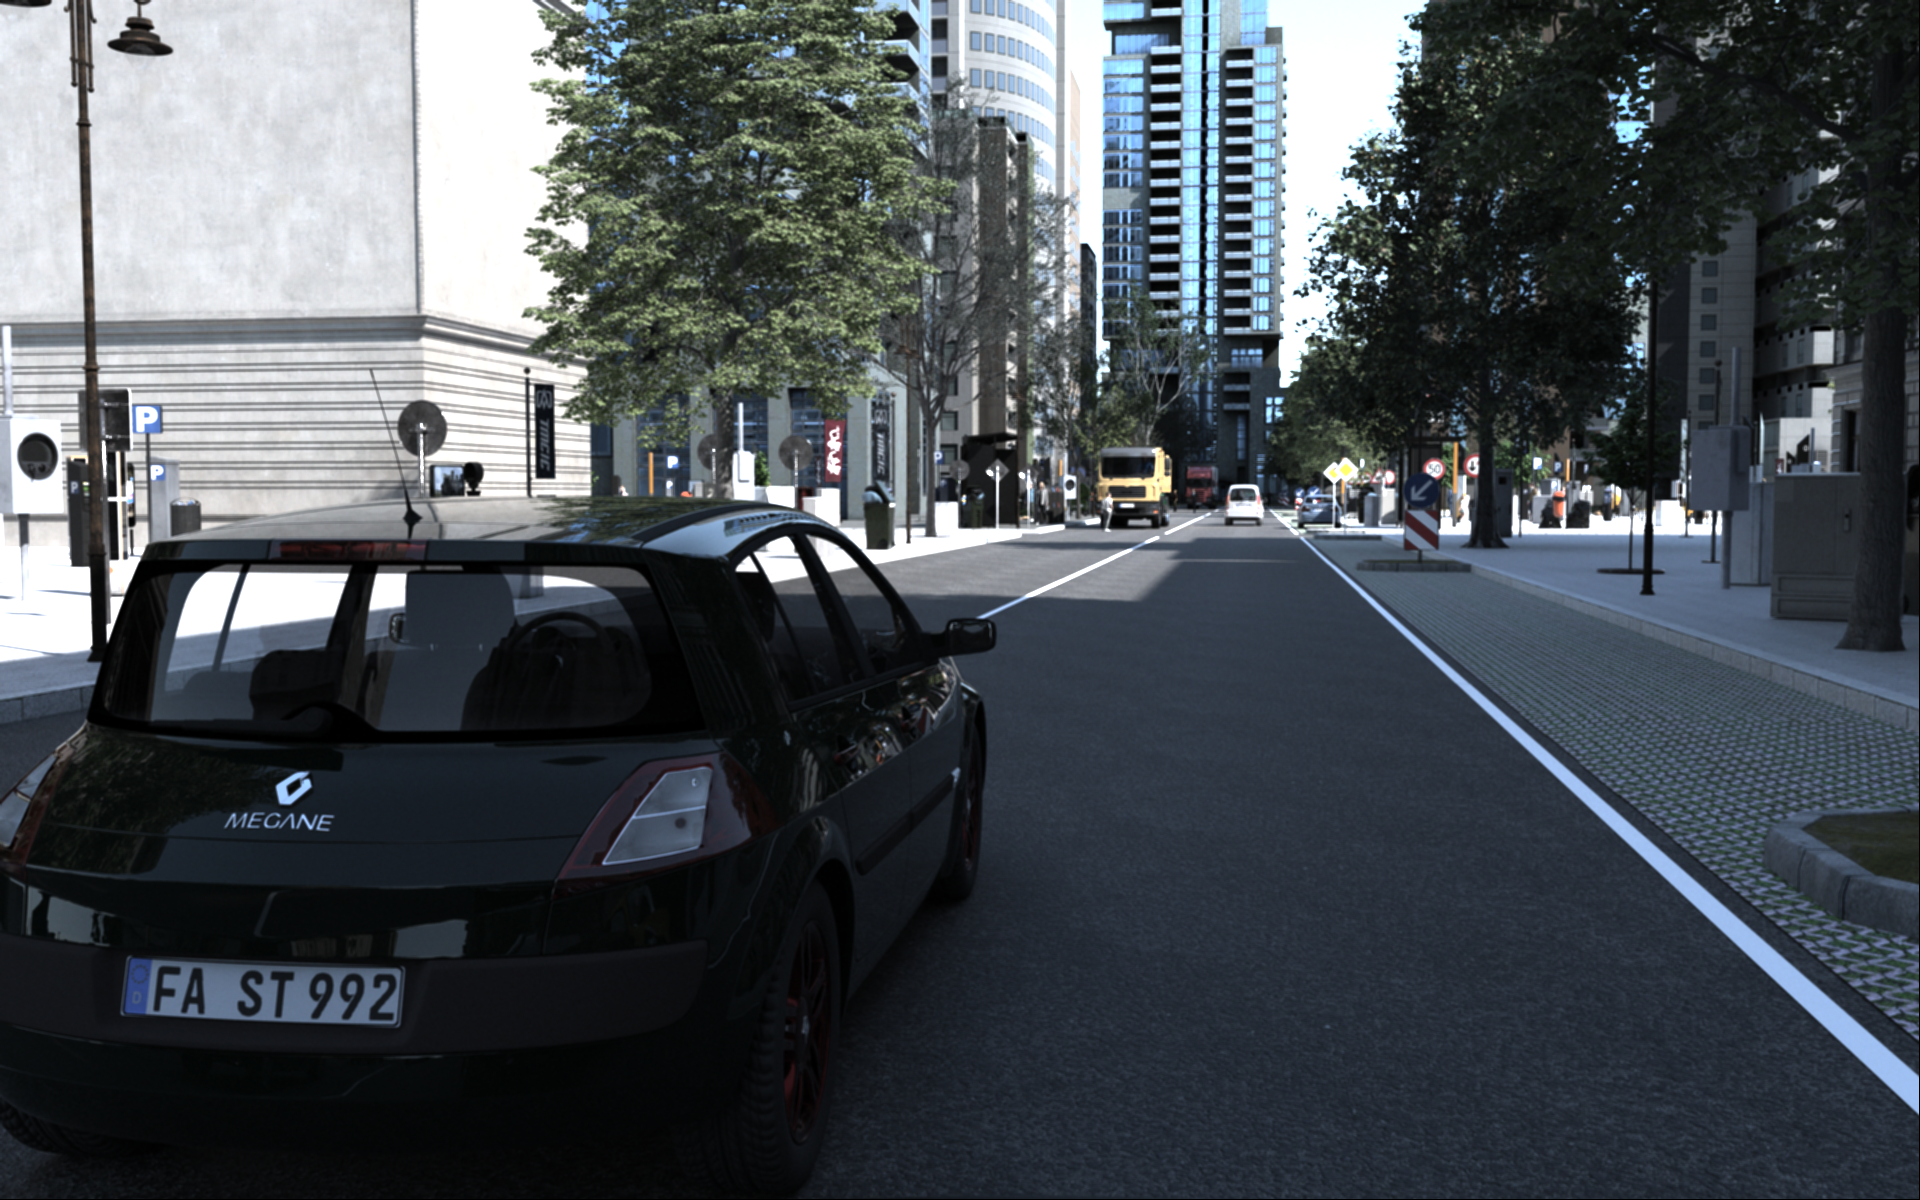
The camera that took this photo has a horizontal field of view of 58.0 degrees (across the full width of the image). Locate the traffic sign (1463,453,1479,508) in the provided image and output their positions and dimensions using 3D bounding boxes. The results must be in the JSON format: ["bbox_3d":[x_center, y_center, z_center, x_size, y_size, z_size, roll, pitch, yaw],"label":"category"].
[{"bbox_3d":[16.208,-3.324,54.449,0.768,2.556,0.104,1,4,14],"label":"traffic sign"}]

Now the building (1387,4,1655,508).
[{"bbox_3d":[54.568,-52.293,167.667,22.319,86.520,31.000,1,4,10],"label":"building"}]

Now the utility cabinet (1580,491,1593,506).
[{"bbox_3d":[45.694,-7.222,126.756,1.173,1.500,0.318,1,4,17],"label":"utility cabinet"}]

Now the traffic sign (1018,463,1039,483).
[{"bbox_3d":[2.543,-3.821,64.669,0.795,2.593,0.064,1,4,10],"label":"traffic sign"}]

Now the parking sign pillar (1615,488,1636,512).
[{"bbox_3d":[47.360,-8.240,123.196,1.447,3.967,1.447,-3,5,-44],"label":"parking sign pillar"}]

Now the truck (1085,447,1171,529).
[{"bbox_3d":[7.469,-4.779,74.053,3.469,3.379,9.791,1,4,10],"label":"truck"}]

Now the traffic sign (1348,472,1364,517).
[{"bbox_3d":[21.095,-5.645,92.297,0.884,2.594,0.081,1,4,17],"label":"traffic sign"}]

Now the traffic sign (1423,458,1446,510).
[{"bbox_3d":[16.863,-3.762,61.612,0.768,2.556,0.104,1,4,15],"label":"traffic sign"}]

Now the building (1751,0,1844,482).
[{"bbox_3d":[95.320,-36.014,178.073,27.495,52.752,28.713,1,4,10],"label":"building"}]

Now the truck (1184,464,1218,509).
[{"bbox_3d":[23.028,-10.753,164.731,2.839,4.237,11.283,1,4,11],"label":"truck"}]

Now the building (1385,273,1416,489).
[{"bbox_3d":[54.339,-25.721,192.247,14.160,30.474,14.107,1,4,10],"label":"building"}]

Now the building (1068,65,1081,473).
[{"bbox_3d":[4.676,-32.173,176.135,14.600,45.320,14.200,1,4,10],"label":"building"}]

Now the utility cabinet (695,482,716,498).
[{"bbox_3d":[-4.693,-1.438,32.188,0.318,1.500,1.173,-1,4,-15],"label":"utility cabinet"}]

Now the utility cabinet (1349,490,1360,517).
[{"bbox_3d":[22.042,-5.303,95.385,1.173,1.500,0.318,2,4,27],"label":"utility cabinet"}]

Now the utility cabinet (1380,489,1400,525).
[{"bbox_3d":[18.078,-3.867,71.902,1.173,1.500,0.318,0,4,1],"label":"utility cabinet"}]

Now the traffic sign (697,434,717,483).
[{"bbox_3d":[-5.235,-2.244,36.792,0.768,2.556,0.104,1,4,16],"label":"traffic sign"}]

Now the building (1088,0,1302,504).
[{"bbox_3d":[31.765,-56.690,239.548,31.000,86.520,22.319,1,4,10],"label":"building"}]

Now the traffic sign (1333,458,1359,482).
[{"bbox_3d":[12.246,-3.225,54.916,0.795,2.593,0.064,1,4,10],"label":"traffic sign"}]

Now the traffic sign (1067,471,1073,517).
[{"bbox_3d":[6.031,-5.813,95.051,0.884,2.594,0.081,1,4,15],"label":"traffic sign"}]

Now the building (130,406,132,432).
[{"bbox_3d":[-53.579,-26.998,91.529,14.200,45.320,14.600,1,4,10],"label":"building"}]

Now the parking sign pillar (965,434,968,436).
[{"bbox_3d":[0.728,-5.449,77.558,1.447,3.967,1.447,2,4,30],"label":"parking sign pillar"}]

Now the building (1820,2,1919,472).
[{"bbox_3d":[25.010,-10.341,33.696,10.561,19.102,19.286,1,4,10],"label":"building"}]

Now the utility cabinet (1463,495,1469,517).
[{"bbox_3d":[28.640,-5.341,98.488,0.306,1.237,1.020,3,4,37],"label":"utility cabinet"}]

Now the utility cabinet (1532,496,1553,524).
[{"bbox_3d":[24.739,-3.797,73.246,0.306,1.237,1.020,-3,5,-43],"label":"utility cabinet"}]

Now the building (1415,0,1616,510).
[{"bbox_3d":[46.708,-30.414,147.372,14.600,45.320,14.200,1,4,10],"label":"building"}]

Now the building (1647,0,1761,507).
[{"bbox_3d":[72.178,-45.756,186.363,20.611,71.187,20.563,1,4,10],"label":"building"}]

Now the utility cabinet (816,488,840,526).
[{"bbox_3d":[-5.196,-3.650,68.358,0.318,1.500,1.173,2,4,32],"label":"utility cabinet"}]

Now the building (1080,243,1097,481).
[{"bbox_3d":[8.669,-26.264,201.122,14.107,30.474,14.160,1,4,10],"label":"building"}]

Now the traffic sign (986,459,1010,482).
[{"bbox_3d":[1.212,-3.340,56.795,0.795,2.593,0.064,1,4,10],"label":"traffic sign"}]

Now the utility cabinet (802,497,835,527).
[{"bbox_3d":[-2.806,-1.434,34.614,0.306,1.237,1.020,1,4,18],"label":"utility cabinet"}]

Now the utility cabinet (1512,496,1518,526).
[{"bbox_3d":[22.099,-3.561,69.387,0.306,1.237,1.020,2,4,26],"label":"utility cabinet"}]

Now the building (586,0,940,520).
[{"bbox_3d":[-12.948,-48.104,99.172,22.319,86.520,31.000,1,4,10],"label":"building"}]

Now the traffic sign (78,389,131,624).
[{"bbox_3d":[-8.378,-0.908,16.980,0.606,2.300,0.079,1,4,16],"label":"traffic sign"}]

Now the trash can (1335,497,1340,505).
[{"bbox_3d":[22.227,-5.521,101.916,0.748,1.137,0.748,0,3,0],"label":"trash can"}]

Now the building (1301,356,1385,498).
[{"bbox_3d":[61.704,-24.093,238.966,28.899,21.520,27.650,1,4,10],"label":"building"}]

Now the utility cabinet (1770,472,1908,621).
[{"bbox_3d":[8.881,-0.541,17.522,1.173,1.500,0.318,3,4,36],"label":"utility cabinet"}]

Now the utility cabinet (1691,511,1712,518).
[{"bbox_3d":[39.243,-5.085,91.814,0.318,1.500,1.173,-1,4,-19],"label":"utility cabinet"}]

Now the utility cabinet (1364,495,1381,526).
[{"bbox_3d":[16.434,-3.544,69.114,0.306,1.237,1.020,0,4,-6],"label":"utility cabinet"}]

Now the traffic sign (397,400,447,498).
[{"bbox_3d":[-7.307,-1.431,23.510,0.768,2.556,0.104,1,4,17],"label":"traffic sign"}]

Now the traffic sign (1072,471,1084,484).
[{"bbox_3d":[6.455,-5.836,95.528,0.768,2.556,0.104,1,4,14],"label":"traffic sign"}]

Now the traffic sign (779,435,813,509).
[{"bbox_3d":[-3.544,-2.277,37.336,0.768,2.556,0.104,1,4,10],"label":"traffic sign"}]

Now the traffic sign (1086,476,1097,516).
[{"bbox_3d":[7.731,-6.301,103.023,0.884,2.594,0.081,1,4,16],"label":"traffic sign"}]

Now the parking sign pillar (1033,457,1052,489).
[{"bbox_3d":[5.890,-8.297,124.121,1.447,3.967,1.447,1,4,23],"label":"parking sign pillar"}]

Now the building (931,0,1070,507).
[{"bbox_3d":[-2.125,-37.507,155.238,21.231,58.520,28.212,1,4,10],"label":"building"}]

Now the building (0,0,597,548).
[{"bbox_3d":[-21.048,-12.807,45.558,21.152,22.565,11.583,1,4,10],"label":"building"}]

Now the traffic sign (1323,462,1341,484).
[{"bbox_3d":[13.578,-3.706,62.789,0.795,2.593,0.064,1,4,10],"label":"traffic sign"}]

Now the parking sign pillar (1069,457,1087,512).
[{"bbox_3d":[8.444,-8.288,123.988,1.447,3.967,1.447,0,4,-7],"label":"parking sign pillar"}]

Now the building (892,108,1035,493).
[{"bbox_3d":[-2.041,-22.135,133.606,14.160,30.474,14.107,1,4,10],"label":"building"}]

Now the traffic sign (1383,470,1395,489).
[{"bbox_3d":[22.603,-5.584,91.405,0.768,2.556,0.104,1,4,11],"label":"traffic sign"}]

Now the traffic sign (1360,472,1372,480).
[{"bbox_3d":[23.429,-6.115,100.092,0.768,2.556,0.104,1,4,15],"label":"traffic sign"}]

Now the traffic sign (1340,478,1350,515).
[{"bbox_3d":[22.140,-6.063,99.231,0.768,2.556,0.104,1,4,15],"label":"traffic sign"}]

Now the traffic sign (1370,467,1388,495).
[{"bbox_3d":[20.380,-5.154,84.264,0.884,2.594,0.081,1,4,16],"label":"traffic sign"}]

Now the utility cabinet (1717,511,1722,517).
[{"bbox_3d":[41.603,-5.301,95.352,1.173,1.500,0.318,1,4,14],"label":"utility cabinet"}]
